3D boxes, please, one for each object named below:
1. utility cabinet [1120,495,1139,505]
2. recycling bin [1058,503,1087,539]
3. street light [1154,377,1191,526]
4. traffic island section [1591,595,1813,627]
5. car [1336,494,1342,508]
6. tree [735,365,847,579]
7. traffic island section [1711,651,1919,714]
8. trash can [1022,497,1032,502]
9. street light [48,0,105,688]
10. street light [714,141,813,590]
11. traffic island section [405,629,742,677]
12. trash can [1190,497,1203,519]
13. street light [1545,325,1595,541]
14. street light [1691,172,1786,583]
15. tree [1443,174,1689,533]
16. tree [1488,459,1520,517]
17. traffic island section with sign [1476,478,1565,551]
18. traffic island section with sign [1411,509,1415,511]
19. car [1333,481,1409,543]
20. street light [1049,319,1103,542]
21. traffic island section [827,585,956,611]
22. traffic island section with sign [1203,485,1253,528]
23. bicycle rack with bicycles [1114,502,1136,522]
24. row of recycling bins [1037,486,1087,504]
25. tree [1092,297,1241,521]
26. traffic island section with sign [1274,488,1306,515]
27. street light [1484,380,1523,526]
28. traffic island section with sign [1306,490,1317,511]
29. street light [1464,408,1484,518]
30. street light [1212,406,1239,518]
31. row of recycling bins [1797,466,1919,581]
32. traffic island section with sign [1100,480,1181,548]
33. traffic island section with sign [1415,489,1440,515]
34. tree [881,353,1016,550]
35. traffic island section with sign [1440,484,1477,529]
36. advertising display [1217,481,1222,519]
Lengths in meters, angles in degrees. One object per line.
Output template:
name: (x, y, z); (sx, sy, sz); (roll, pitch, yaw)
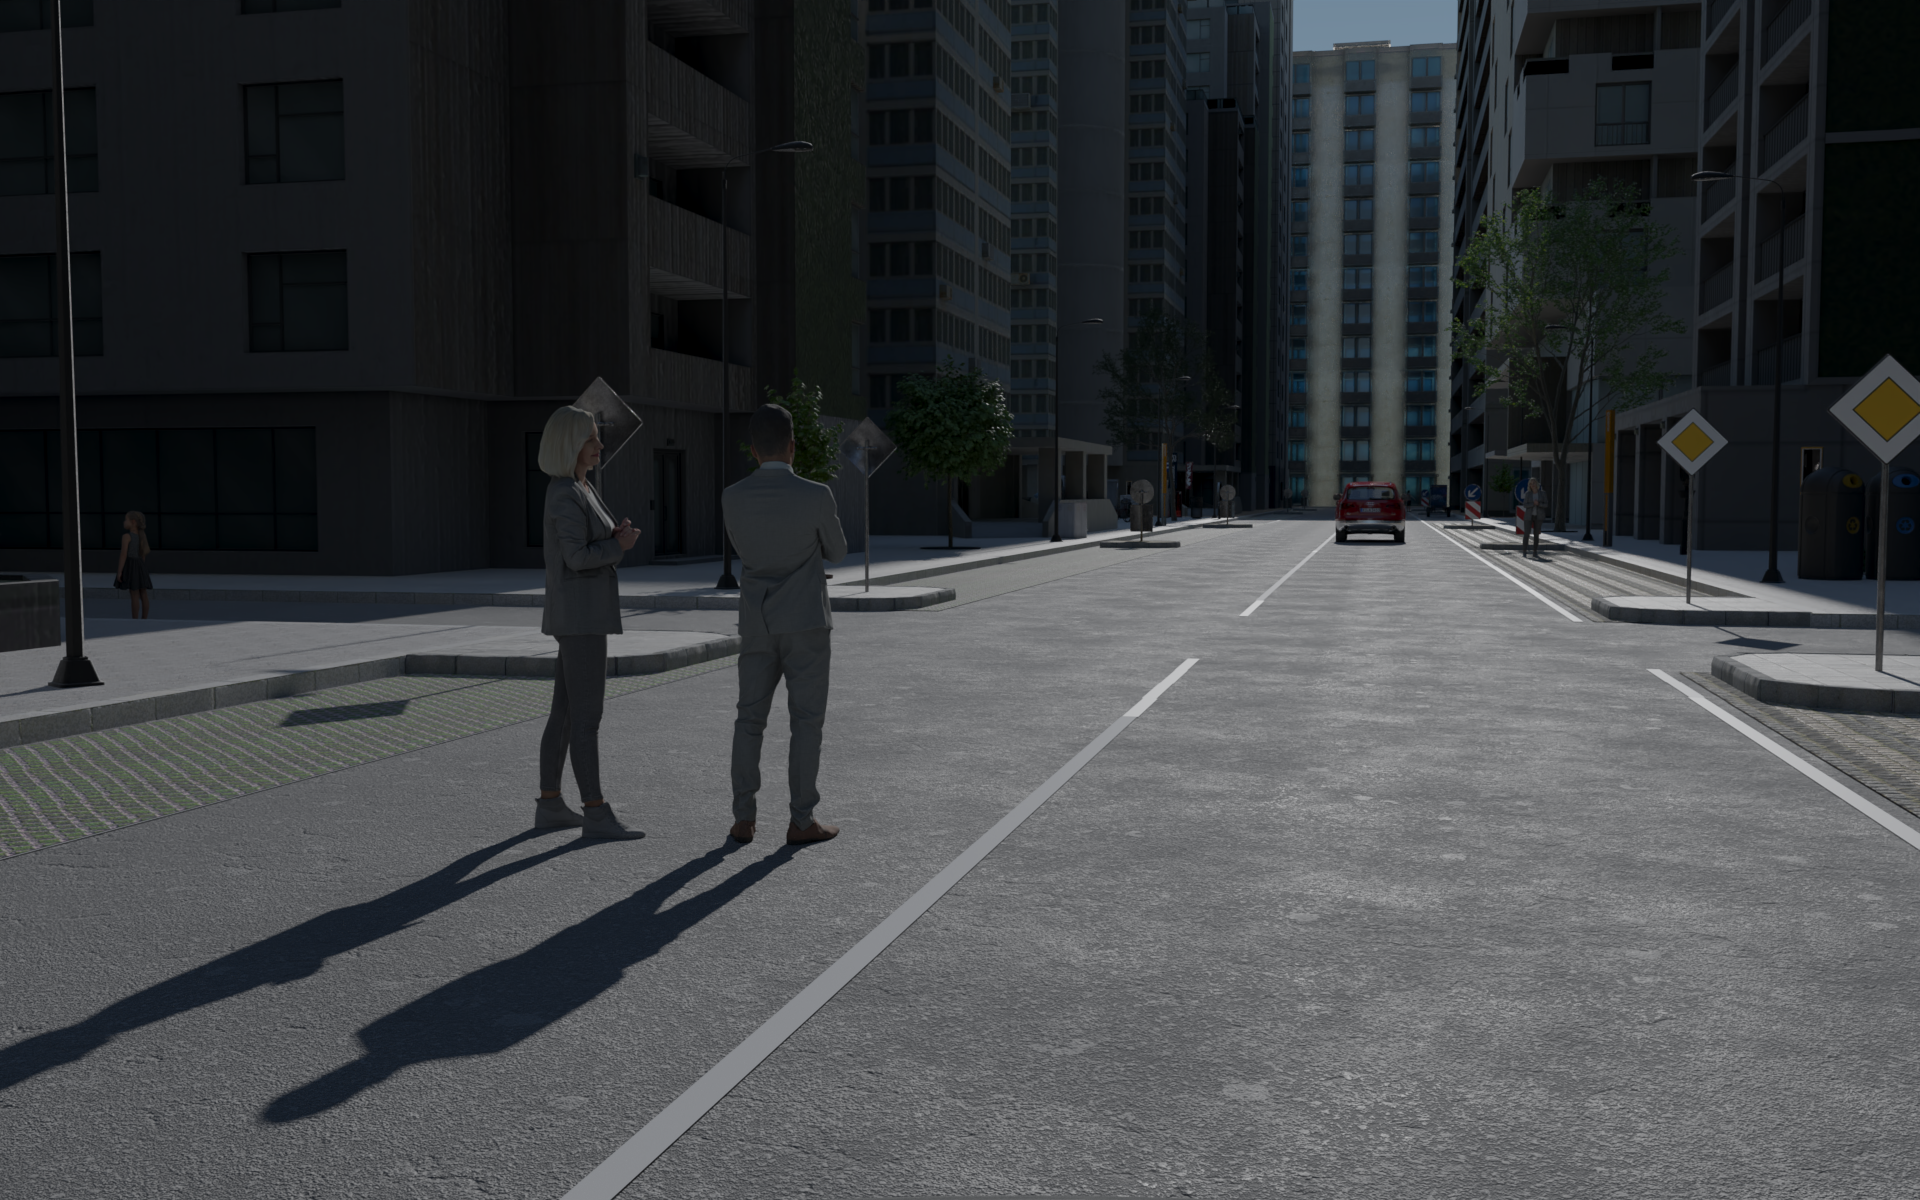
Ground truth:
utility cabinet: (9.428, -5.215, 96.435); (1.020, 1.237, 0.306); (2, 4, 27)
recycling bin: (3.225, -2.316, 50.423); (0.722, 1.027, 0.722); (2, 4, 34)
street light: (8.452, -5.892, 68.871); (1.470, 5.913, 1.316); (1, 4, 14)
traffic island section: (8.566, 0.119, 20.328); (2.009, 0.180, 2.903); (1, 4, 14)
car: (33.847, -8.703, 151.335); (2.155, 1.783, 4.494); (1, 4, 14)
tree: (-2.571, -1.932, 26.184); (1.663, 3.219, 1.824); (0, 3, 0)
traffic island section: (6.684, 0.594, 12.568); (2.009, 0.180, 2.903); (1, 4, 14)
trash can: (3.026, -4.274, 81.526); (0.748, 1.137, 0.748); (0, 3, 0)
street light: (-5.405, -2.371, 11.309); (1.470, 5.913, 1.316); (1, 4, 14)
street light: (-2.617, -3.092, 23.101); (1.470, 5.913, 1.316); (1, 4, 14)
traffic island section: (-3.123, 0.449, 14.942); (2.009, 0.180, 2.903); (1, 4, 14)
trash can: (12.333, -4.809, 90.281); (0.748, 1.137, 0.748); (0, 3, 0)
street light: (16.761, -4.593, 47.632); (1.470, 5.913, 1.316); (1, 4, 14)
street light: (11.230, -3.209, 25.008); (1.470, 5.913, 1.316); (1, 4, 14)
tree: (20.094, -8.074, 57.768); (9.928, 11.665, 9.643); (0, 3, 0)
tree: (29.967, -6.165, 95.405); (1.663, 3.219, 1.824); (0, 3, 0)
traffic island section with sign: (14.499, -2.208, 44.727); (1.989, 1.847, 2.006); (1, 4, 14)
traffic island section with sign: (38.987, -8.384, 145.701); (1.989, 1.847, 2.006); (1, 4, 14)
car: (12.539, -2.704, 52.890); (2.281, 1.827, 5.304); (1, 4, 14)
street light: (3.110, -4.505, 46.201); (1.470, 5.913, 1.316); (1, 4, 14)
traffic island section: (-1.241, -0.026, 22.703); (2.009, 0.180, 2.903); (1, 4, 14)
traffic island section with sign: (11.367, -3.955, 73.289); (1.989, 1.847, 2.006); (1, 4, 14)
bicycle rack with bicycles: (7.123, -4.014, 79.014); (2.925, 0.926, 2.852); (-3, 4, -36)
row of recycling bins: (5.465, -4.769, 85.085); (3.534, 1.692, 1.069); (1, 4, 21)
tree: (9.891, -9.048, 82.349); (7.601, 10.594, 8.767); (1, 4, 19)
traffic island section with sign: (23.083, -6.909, 121.590); (1.989, 1.847, 2.006); (1, 4, 14)
street light: (22.212, -5.978, 70.276); (1.470, 5.913, 1.316); (1, 4, 14)
traffic island section with sign: (29.675, -8.570, 148.747); (1.989, 1.847, 2.006); (1, 4, 14)
street light: (27.732, -7.362, 92.903); (1.470, 5.913, 1.316); (1, 4, 14)
street light: (14.017, -7.275, 91.487); (1.470, 5.913, 1.316); (1, 4, 14)
row of recycling bins: (14.401, -1.140, 25.756); (3.534, 1.692, 1.069); (1, 4, 13)
traffic island section with sign: (4.889, -2.319, 46.537); (1.989, 1.847, 2.006); (1, 4, 14)
traffic island section with sign: (32.573, -6.764, 119.223); (1.989, 1.847, 2.006); (1, 4, 14)
tree: (-0.221, -3.477, 40.564); (4.285, 4.588, 4.351); (0, 3, 0)
traffic island section with sign: (20.849, -3.810, 70.927); (1.989, 1.847, 2.006); (1, 4, 14)
advertising display: (13.293, -5.108, 88.729); (0.123, 1.923, 0.974); (0, 4, 2)
